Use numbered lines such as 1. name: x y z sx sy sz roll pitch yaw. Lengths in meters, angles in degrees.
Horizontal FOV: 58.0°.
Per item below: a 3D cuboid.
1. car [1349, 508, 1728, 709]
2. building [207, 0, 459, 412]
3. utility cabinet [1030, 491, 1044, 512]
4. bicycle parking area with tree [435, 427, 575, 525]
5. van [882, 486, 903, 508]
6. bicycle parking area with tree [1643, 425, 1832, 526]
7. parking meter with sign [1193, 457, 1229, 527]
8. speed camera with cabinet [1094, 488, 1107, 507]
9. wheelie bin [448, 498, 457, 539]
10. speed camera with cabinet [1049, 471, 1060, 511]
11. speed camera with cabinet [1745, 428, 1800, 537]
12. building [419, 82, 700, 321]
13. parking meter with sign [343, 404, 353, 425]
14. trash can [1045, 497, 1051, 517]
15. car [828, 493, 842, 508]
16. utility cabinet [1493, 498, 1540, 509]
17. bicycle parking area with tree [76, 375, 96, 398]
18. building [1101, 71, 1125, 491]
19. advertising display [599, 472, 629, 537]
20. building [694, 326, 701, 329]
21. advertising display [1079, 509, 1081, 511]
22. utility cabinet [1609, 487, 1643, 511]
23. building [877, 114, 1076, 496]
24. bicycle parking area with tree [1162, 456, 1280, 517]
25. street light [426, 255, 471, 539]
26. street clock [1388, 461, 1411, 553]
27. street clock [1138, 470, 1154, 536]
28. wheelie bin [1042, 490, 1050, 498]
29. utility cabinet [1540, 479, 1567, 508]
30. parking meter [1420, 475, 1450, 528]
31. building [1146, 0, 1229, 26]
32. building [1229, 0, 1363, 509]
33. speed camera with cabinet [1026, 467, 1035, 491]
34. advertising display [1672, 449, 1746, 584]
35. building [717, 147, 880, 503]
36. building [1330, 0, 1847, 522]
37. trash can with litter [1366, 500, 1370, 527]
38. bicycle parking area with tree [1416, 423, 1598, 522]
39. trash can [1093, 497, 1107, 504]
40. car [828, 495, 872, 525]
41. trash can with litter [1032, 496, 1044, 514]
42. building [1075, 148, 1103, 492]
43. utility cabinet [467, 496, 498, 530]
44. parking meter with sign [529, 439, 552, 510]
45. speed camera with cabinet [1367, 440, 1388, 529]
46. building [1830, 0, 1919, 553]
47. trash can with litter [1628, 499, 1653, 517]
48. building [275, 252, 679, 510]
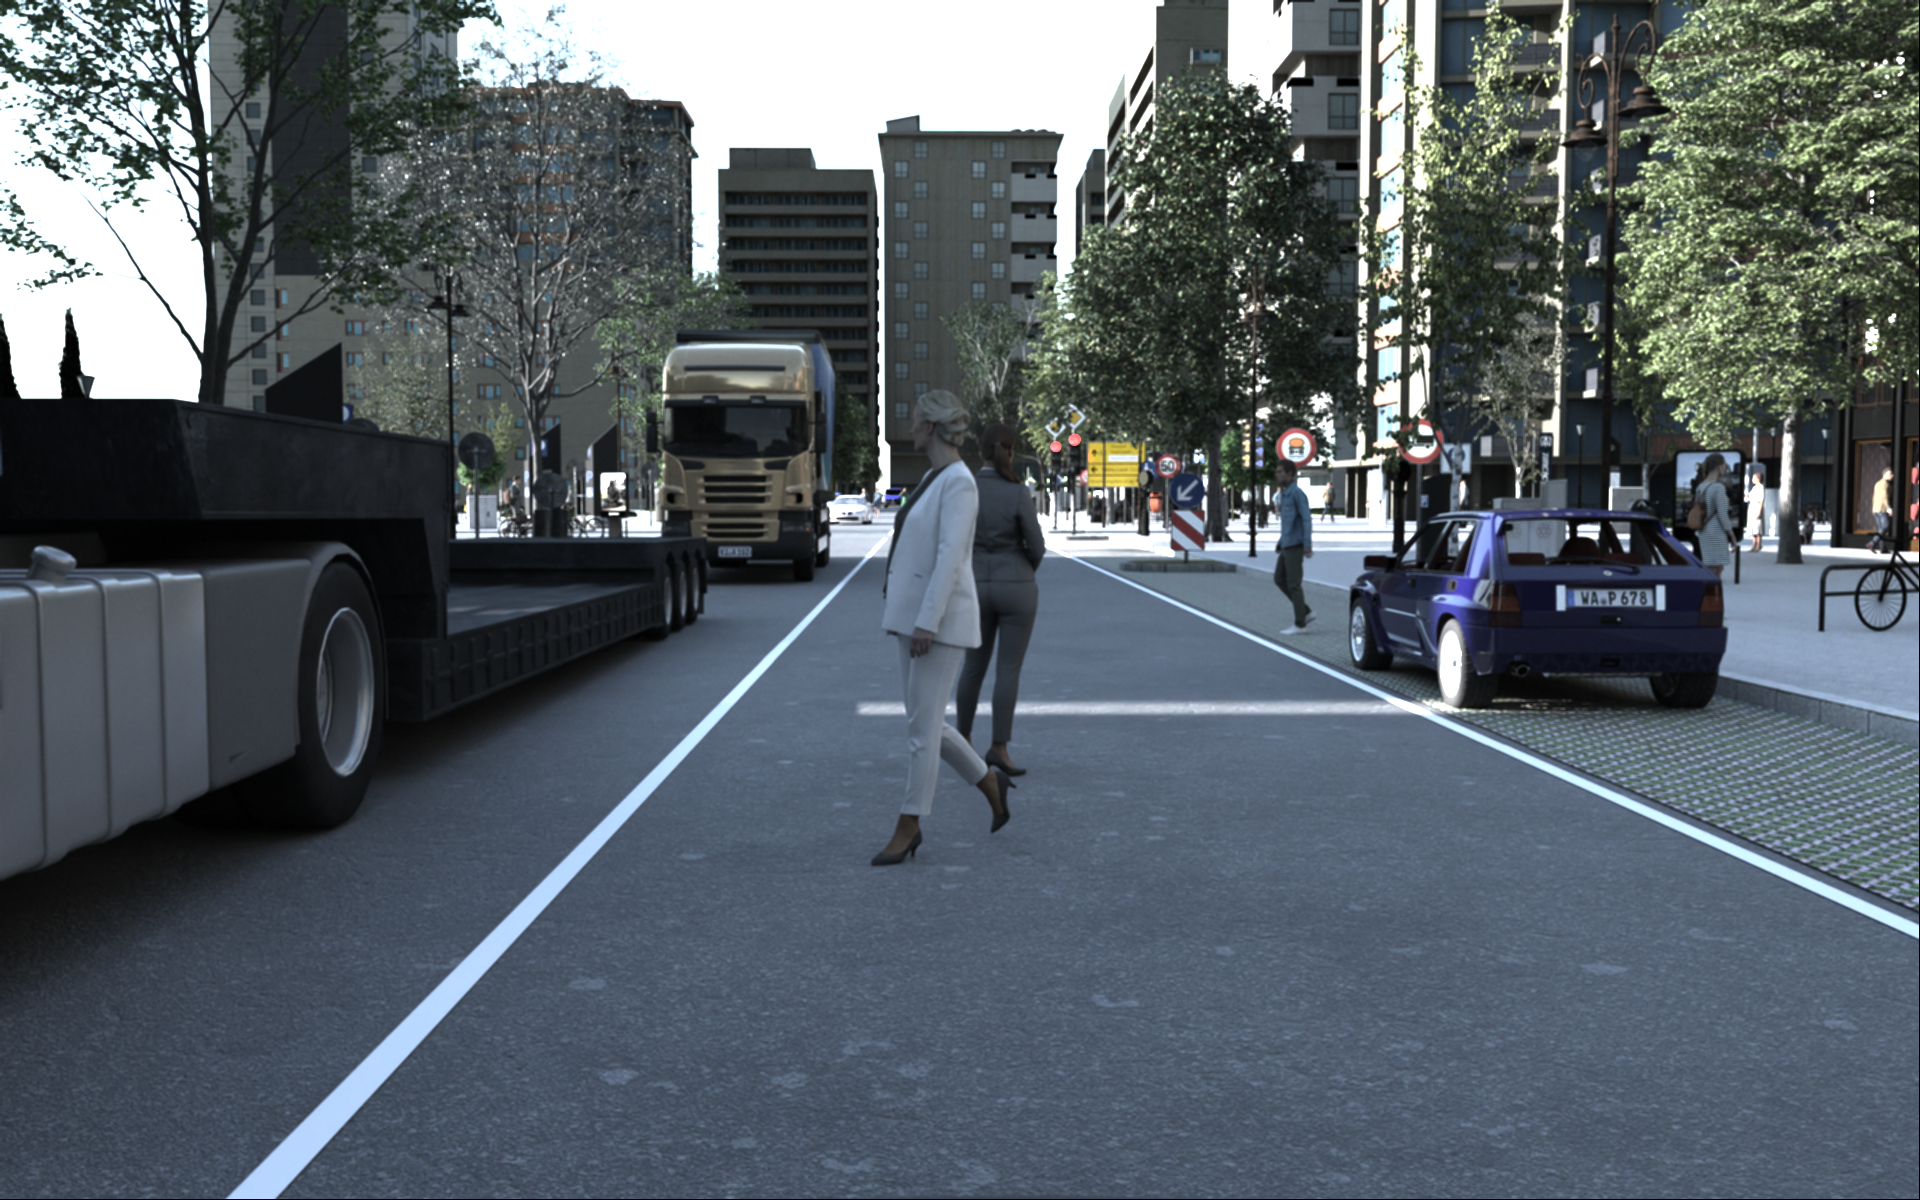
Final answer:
1. car: 4.096 -0.018 12.874 1.945 1.354 3.894 0 4 -1
2. building: -66.528 -45.819 187.398 20.611 71.187 20.563 0 4 -1
3. utility cabinet: 5.358 -6.946 122.241 1.173 1.500 0.318 -2 4 -28
4. bicycle parking area with tree: -20.338 -5.460 76.278 8.231 4.147 9.016 -2 4 -24
5. van: -6.737 -10.547 176.823 2.240 2.365 5.245 0 4 0
6. bicycle parking area with tree: 31.300 -5.219 72.334 8.231 4.147 9.016 1 4 17
7. parking meter with sign: 9.815 -4.354 67.443 0.543 3.016 1.738 3 5 44
8. speed camera with cabinet: 8.164 -6.248 96.489 0.660 3.252 2.038 -1 4 -22
9. wheelie bin: -13.110 -2.170 43.388 0.693 1.594 0.980 3 5 42
10. speed camera with cabinet: 7.137 -8.271 129.560 0.660 3.252 2.038 -1 4 -13
11. speed camera with cabinet: 24.265 -3.530 52.047 2.038 3.252 0.660 -1 4 -21
12. building: -41.765 -32.568 187.106 28.867 44.769 22.147 0 4 -1
13. parking meter with sign: -11.822 -2.225 32.645 0.543 3.016 1.738 -1 4 -11
14. trash can: 5.130 -5.287 98.103 0.748 1.137 0.748 0 3 0
15. car: -9.531 -7.396 130.507 1.945 1.707 3.694 0 4 0
16. utility cabinet: 10.128 -1.229 31.249 1.020 1.237 0.306 -1 4 -16
17. bicycle parking area with tree: -21.169 -3.196 39.250 9.016 4.147 8.231 1 4 19
18. building: 27.519 -34.557 188.714 21.300 48.544 21.600 0 4 -1
19. advertising display: -9.971 -2.736 49.947 0.974 1.923 0.123 2 4 27
20. building: -40.196 -28.705 241.027 14.107 30.474 14.160 0 4 -1
21. advertising display: 8.962 -7.644 130.196 0.123 1.923 0.974 -2 4 -34
22. utility cabinet: 21.120 -2.823 54.836 1.173 1.500 0.318 0 4 -4
23. building: 2.318 -40.346 248.900 27.495 52.752 28.713 0 4 -1
24. bicycle parking area with tree: 15.509 -7.028 101.905 9.016 4.147 8.231 2 4 26
25. street light: -9.901 -3.725 33.697 0.468 5.910 1.993 0 4 -1
26. street clock: 9.516 -2.015 37.516 0.471 2.002 0.358 -2 4 -31
27. street clock: 5.658 -2.950 52.810 0.358 2.002 0.471 -3 4 -37
28. wheelie bin: 6.001 -7.067 123.455 0.980 1.594 0.693 2 4 35
29. utility cabinet: 8.718 -1.030 25.523 0.318 1.500 1.173 1 4 15
30. parking meter: 6.431 -0.921 23.474 0.372 1.533 0.369 0 3 0
31. building: 27.981 -33.239 167.159 21.300 48.544 21.600 0 4 -1
32. building: 34.712 -32.692 123.753 28.713 52.752 27.495 0 4 -1
33. speed camera with cabinet: 5.319 -8.116 127.039 0.660 3.252 2.038 -1 4 -9
34. advertising display: 10.798 -1.210 25.002 0.974 1.923 0.123 3 5 43
35. building: -22.308 -37.986 244.768 21.600 48.544 21.300 0 4 -1
36. building: 34.187 -26.542 88.585 28.867 44.769 22.147 0 4 -1
37. trash can with litter: 15.821 -3.349 66.143 0.624 1.170 1.055 1 4 13
38. bicycle parking area with tree: 22.696 -5.132 70.915 8.231 4.147 9.016 1 4 21
39. trash can: 7.018 -4.610 87.027 0.748 1.137 0.748 0 3 0
40. car: -5.205 -4.292 82.529 2.083 1.381 4.827 0 4 1
41. trash can with litter: 5.129 -6.309 114.213 2.233 1.210 1.678 0 4 7
42. building: 27.080 -38.032 245.531 21.600 48.544 21.300 0 4 -1
43. utility cabinet: -17.355 -3.167 62.942 1.020 1.237 0.306 -1 4 -22
44. parking meter with sign: -13.060 -3.544 54.209 0.543 3.016 1.738 -1 4 -22
45. speed camera with cabinet: 15.542 -4.286 64.409 0.660 3.252 2.038 1 4 19
46. building: 27.035 -12.422 32.782 12.332 23.373 15.834 0 4 -1
47. trash can with litter: 8.760 -0.728 22.962 1.678 1.210 2.233 3 5 45
48. building: -40.447 -18.756 151.702 27.650 21.520 28.899 0 4 -1
